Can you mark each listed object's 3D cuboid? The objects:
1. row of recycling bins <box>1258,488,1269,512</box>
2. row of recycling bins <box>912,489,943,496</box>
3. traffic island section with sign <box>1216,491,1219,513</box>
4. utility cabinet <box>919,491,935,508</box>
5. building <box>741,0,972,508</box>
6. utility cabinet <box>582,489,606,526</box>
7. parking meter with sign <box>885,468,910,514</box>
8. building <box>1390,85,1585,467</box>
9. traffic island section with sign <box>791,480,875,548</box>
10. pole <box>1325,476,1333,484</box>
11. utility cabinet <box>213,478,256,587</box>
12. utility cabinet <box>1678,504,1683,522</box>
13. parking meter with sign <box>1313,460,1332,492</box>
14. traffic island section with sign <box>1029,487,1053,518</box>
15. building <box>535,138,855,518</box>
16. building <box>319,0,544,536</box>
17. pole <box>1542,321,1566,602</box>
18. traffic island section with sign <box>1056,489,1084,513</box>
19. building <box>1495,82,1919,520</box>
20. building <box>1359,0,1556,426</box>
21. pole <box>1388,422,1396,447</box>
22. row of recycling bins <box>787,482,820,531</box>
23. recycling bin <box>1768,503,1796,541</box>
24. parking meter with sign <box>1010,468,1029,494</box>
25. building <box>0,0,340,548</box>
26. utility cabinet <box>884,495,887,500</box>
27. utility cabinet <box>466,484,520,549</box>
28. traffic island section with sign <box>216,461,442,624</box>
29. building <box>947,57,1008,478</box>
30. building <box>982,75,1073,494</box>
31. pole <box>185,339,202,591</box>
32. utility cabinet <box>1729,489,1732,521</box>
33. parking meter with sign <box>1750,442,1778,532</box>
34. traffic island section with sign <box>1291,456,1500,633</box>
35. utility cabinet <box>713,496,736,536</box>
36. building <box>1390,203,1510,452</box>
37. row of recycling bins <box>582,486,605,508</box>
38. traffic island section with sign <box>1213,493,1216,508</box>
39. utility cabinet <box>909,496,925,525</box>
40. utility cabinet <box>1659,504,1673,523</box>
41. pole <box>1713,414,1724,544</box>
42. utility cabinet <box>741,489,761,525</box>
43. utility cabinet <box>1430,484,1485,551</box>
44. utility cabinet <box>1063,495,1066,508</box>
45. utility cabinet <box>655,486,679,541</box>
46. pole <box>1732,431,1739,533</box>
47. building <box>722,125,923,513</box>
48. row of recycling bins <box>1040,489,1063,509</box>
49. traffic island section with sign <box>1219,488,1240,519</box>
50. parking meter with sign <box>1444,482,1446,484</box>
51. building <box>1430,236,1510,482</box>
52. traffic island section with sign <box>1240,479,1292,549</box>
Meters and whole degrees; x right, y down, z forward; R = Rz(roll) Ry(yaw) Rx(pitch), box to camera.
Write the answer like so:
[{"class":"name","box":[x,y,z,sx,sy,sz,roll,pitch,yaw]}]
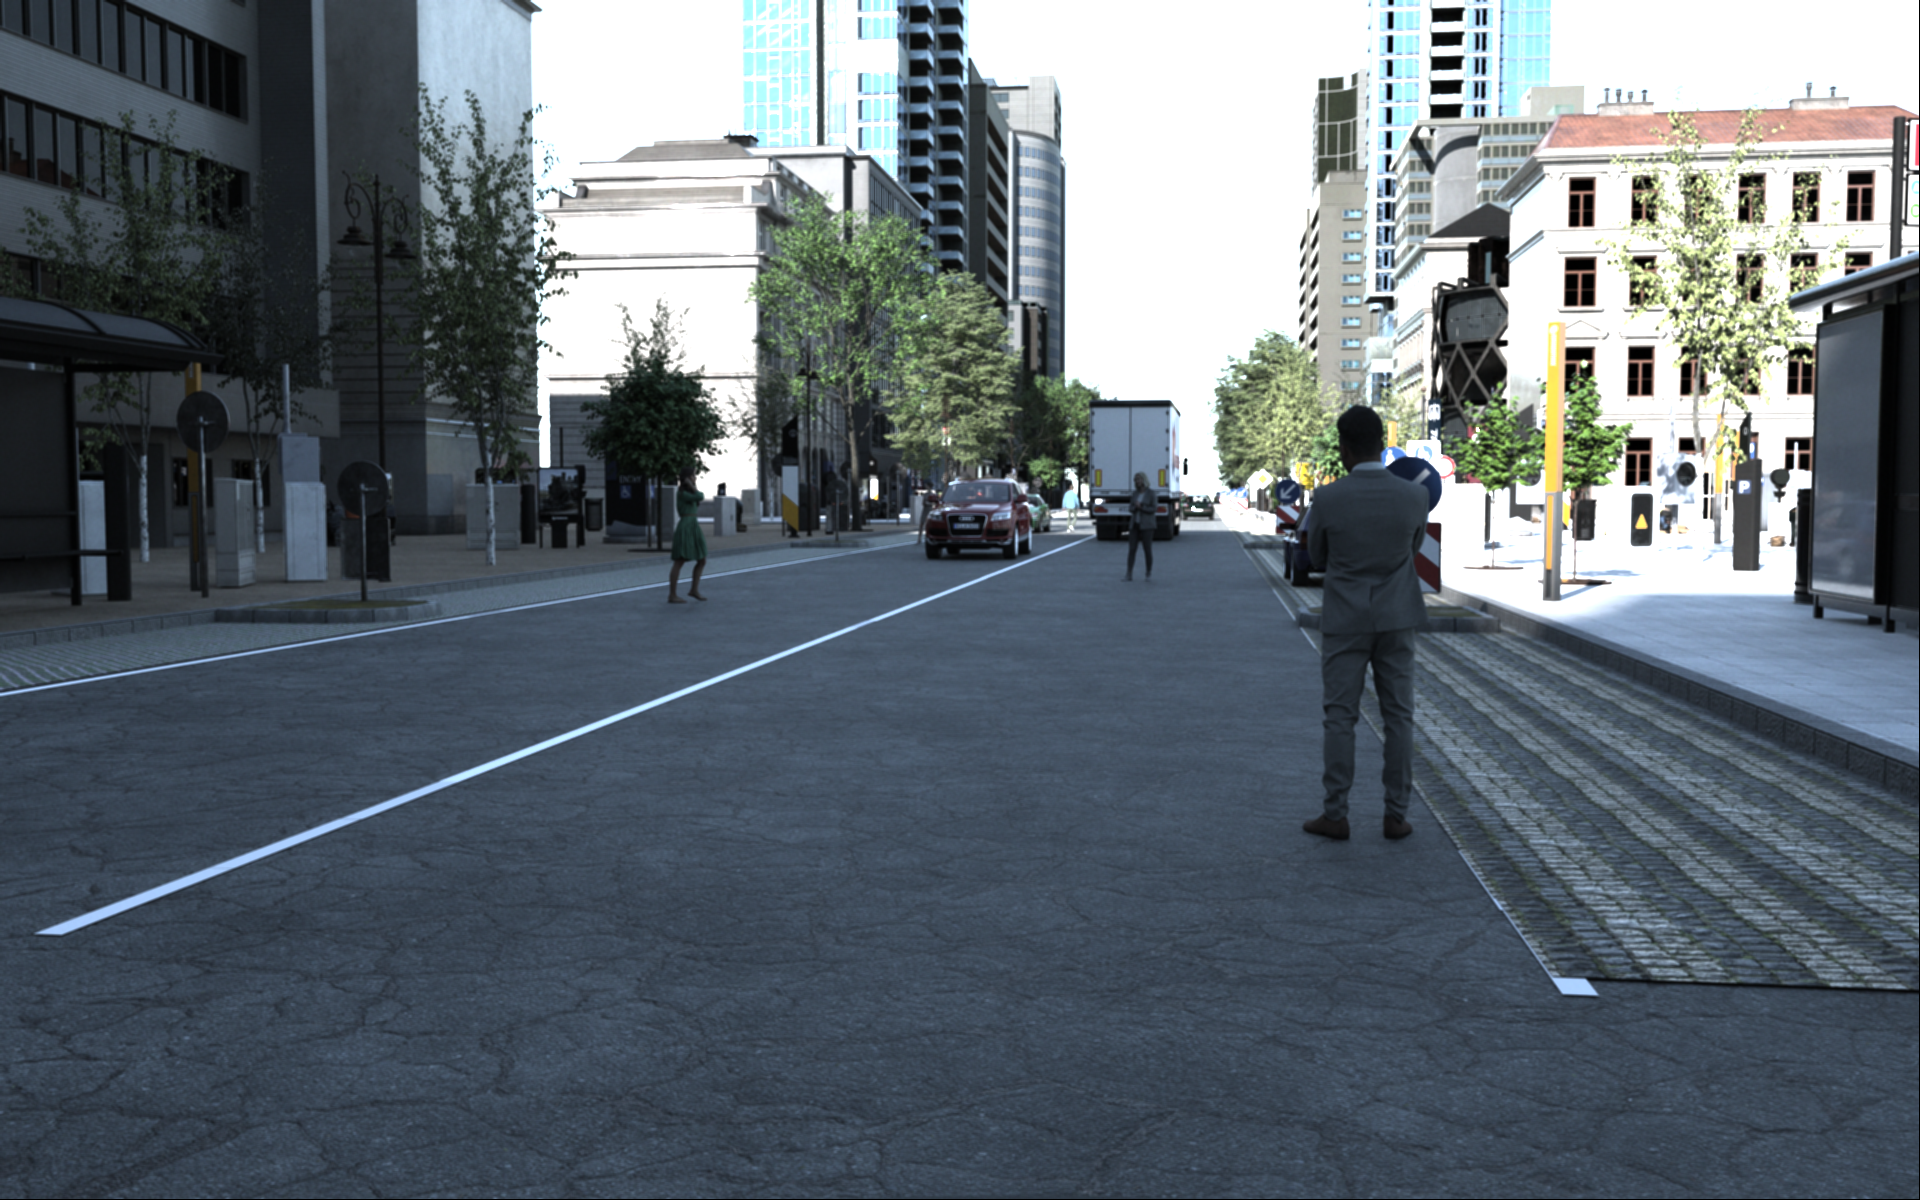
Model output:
[{"class":"row of recycling bins","box":[22.355,-7.340,127.116,1.069,1.692,3.534,0,4,7]},{"class":"row of recycling bins","box":[-2.255,-8.339,143.463,3.534,1.692,1.069,1,4,15]},{"class":"traffic island section with sign","box":[19.989,-7.254,127.226,1.989,1.847,2.006,0,4,8]},{"class":"utility cabinet","box":[-2.162,-6.137,109.020,1.173,1.500,0.318,-1,4,-10]},{"class":"building","box":[-9.914,-52.477,170.671,22.319,86.520,31.000,0,4,8]},{"class":"utility cabinet","box":[-14.523,-3.719,69.481,1.173,1.500,0.318,-1,4,-21]},{"class":"parking meter with sign","box":[-4.188,-7.181,113.673,1.738,3.016,0.543,1,4,17]},{"class":"building","box":[55.667,-29.208,169.427,32.217,40.220,23.993,0,4,8]},{"class":"traffic island section with sign","box":[-3.362,-2.327,46.672,1.989,1.847,2.006,0,4,8]},{"class":"pole","box":[16.397,-5.104,77.291,0.158,3.312,0.155,0,3,0]},{"class":"utility cabinet","box":[-10.062,-0.941,24.072,0.318,1.500,1.173,-1,4,-12]},{"class":"utility cabinet","box":[33.288,-4.272,81.010,1.020,1.237,0.306,-1,4,-10]},{"class":"parking meter with sign","box":[18.387,-5.481,85.882,1.738,3.016,0.543,0,4,2]},{"class":"traffic island section with sign","box":[4.425,-5.703,101.873,1.989,1.847,2.006,0,4,8]},{"class":"building","box":[-15.144,-16.114,105.260,13.314,21.916,24.055,0,4,8]},{"class":"building","box":[-24.559,-12.812,58.622,18.267,20.994,9.793,0,4,8]},{"class":"pole","box":[7.072,-1.637,20.614,0.158,3.312,0.155,0,3,0]},{"class":"traffic island section with sign","box":[8.227,-7.355,128.889,1.989,1.847,2.006,0,4,8]},{"class":"building","box":[39.690,-15.555,90.477,21.152,22.565,11.583,0,4,8]},{"class":"building","box":[54.842,-54.017,195.846,22.319,86.520,31.000,0,4,8]},{"class":"pole","box":[12.214,-3.375,49.023,0.158,3.312,0.155,0,3,0]},{"class":"row of recycling bins","box":[-5.563,-3.305,61.145,1.069,1.692,3.534,0,4,2]},{"class":"recycling bin","box":[22.883,-2.160,47.869,0.722,1.027,0.722,-1,4,-13]},{"class":"parking meter with sign","box":[4.250,-7.366,116.688,1.738,3.016,0.543,2,4,34]},{"class":"building","box":[-25.831,-13.104,33.320,14.314,24.678,30.058,0,4,8]},{"class":"utility cabinet","box":[-4.945,-6.409,115.947,0.306,1.237,1.020,0,4,-1]},{"class":"utility cabinet","box":[-10.739,-1.904,39.810,1.173,1.500,0.318,-1,4,-17]},{"class":"traffic island section with sign","box":[-7.135,-0.694,19.981,1.989,1.847,2.006,0,4,8]},{"class":"building","box":[-6.257,-35.115,197.826,21.300,48.544,21.600,0,4,8]},{"class":"building","box":[9.239,-52.793,301.409,20.563,71.187,20.611,0,4,8]},{"class":"pole","box":[-10.077,-1.773,22.831,0.158,3.312,0.155,0,3,0]},{"class":"utility cabinet","box":[36.521,-4.444,81.339,0.318,1.500,1.173,3,5,43]},{"class":"parking meter with sign","box":[27.491,-3.827,58.837,1.738,3.016,0.543,-1,4,-16]},{"class":"traffic island section with sign","box":[4.683,-0.622,18.796,1.989,1.847,2.006,0,4,8]},{"class":"utility cabinet","box":[-7.227,-2.578,53.314,0.306,1.237,1.020,1,4,18]},{"class":"building","box":[41.215,-18.997,139.483,11.050,23.489,19.941,0,4,8]},{"class":"row of recycling bins","box":[-30.260,-8.159,140.518,1.069,1.692,3.534,2,4,24]},{"class":"traffic island section with sign","box":[27.004,-10.291,176.893,1.989,1.847,2.006,0,4,8]},{"class":"utility cabinet","box":[-1.664,-3.735,72.234,0.306,1.237,1.020,3,4,39]},{"class":"utility cabinet","box":[30.666,-4.058,75.035,0.318,1.500,1.173,3,5,44]},{"class":"pole","box":[19.479,-3.096,44.458,0.158,3.312,0.155,0,3,0]},{"class":"utility cabinet","box":[-8.503,-3.772,70.359,0.318,1.500,1.173,-2,4,-34]},{"class":"utility cabinet","box":[11.162,-1.848,38.891,1.173,1.500,0.318,1,4,18]},{"class":"utility cabinet","box":[8.903,-8.755,154.305,1.020,1.237,0.306,0,4,-3]},{"class":"utility cabinet","box":[-8.193,-2.327,46.719,1.173,1.500,0.318,1,4,15]},{"class":"pole","box":[25.230,-3.818,56.269,0.158,3.312,0.155,0,3,0]},{"class":"building","box":[-11.560,-20.507,128.803,14.314,27.812,24.014,0,4,8]},{"class":"row of recycling bins","box":[7.820,-8.820,151.317,1.069,1.692,3.534,-2,4,-30]},{"class":"traffic island section with sign","box":[16.220,-5.619,100.495,1.989,1.847,2.006,0,4,8]},{"class":"parking meter with sign","box":[30.972,-7.044,111.429,0.543,3.016,1.738,3,5,43]},{"class":"building","box":[41.468,-15.512,121.068,16.820,18.784,16.811,0,4,8]},{"class":"traffic island section with sign","box":[8.461,-2.254,45.486,1.989,1.847,2.006,0,4,8]}]
